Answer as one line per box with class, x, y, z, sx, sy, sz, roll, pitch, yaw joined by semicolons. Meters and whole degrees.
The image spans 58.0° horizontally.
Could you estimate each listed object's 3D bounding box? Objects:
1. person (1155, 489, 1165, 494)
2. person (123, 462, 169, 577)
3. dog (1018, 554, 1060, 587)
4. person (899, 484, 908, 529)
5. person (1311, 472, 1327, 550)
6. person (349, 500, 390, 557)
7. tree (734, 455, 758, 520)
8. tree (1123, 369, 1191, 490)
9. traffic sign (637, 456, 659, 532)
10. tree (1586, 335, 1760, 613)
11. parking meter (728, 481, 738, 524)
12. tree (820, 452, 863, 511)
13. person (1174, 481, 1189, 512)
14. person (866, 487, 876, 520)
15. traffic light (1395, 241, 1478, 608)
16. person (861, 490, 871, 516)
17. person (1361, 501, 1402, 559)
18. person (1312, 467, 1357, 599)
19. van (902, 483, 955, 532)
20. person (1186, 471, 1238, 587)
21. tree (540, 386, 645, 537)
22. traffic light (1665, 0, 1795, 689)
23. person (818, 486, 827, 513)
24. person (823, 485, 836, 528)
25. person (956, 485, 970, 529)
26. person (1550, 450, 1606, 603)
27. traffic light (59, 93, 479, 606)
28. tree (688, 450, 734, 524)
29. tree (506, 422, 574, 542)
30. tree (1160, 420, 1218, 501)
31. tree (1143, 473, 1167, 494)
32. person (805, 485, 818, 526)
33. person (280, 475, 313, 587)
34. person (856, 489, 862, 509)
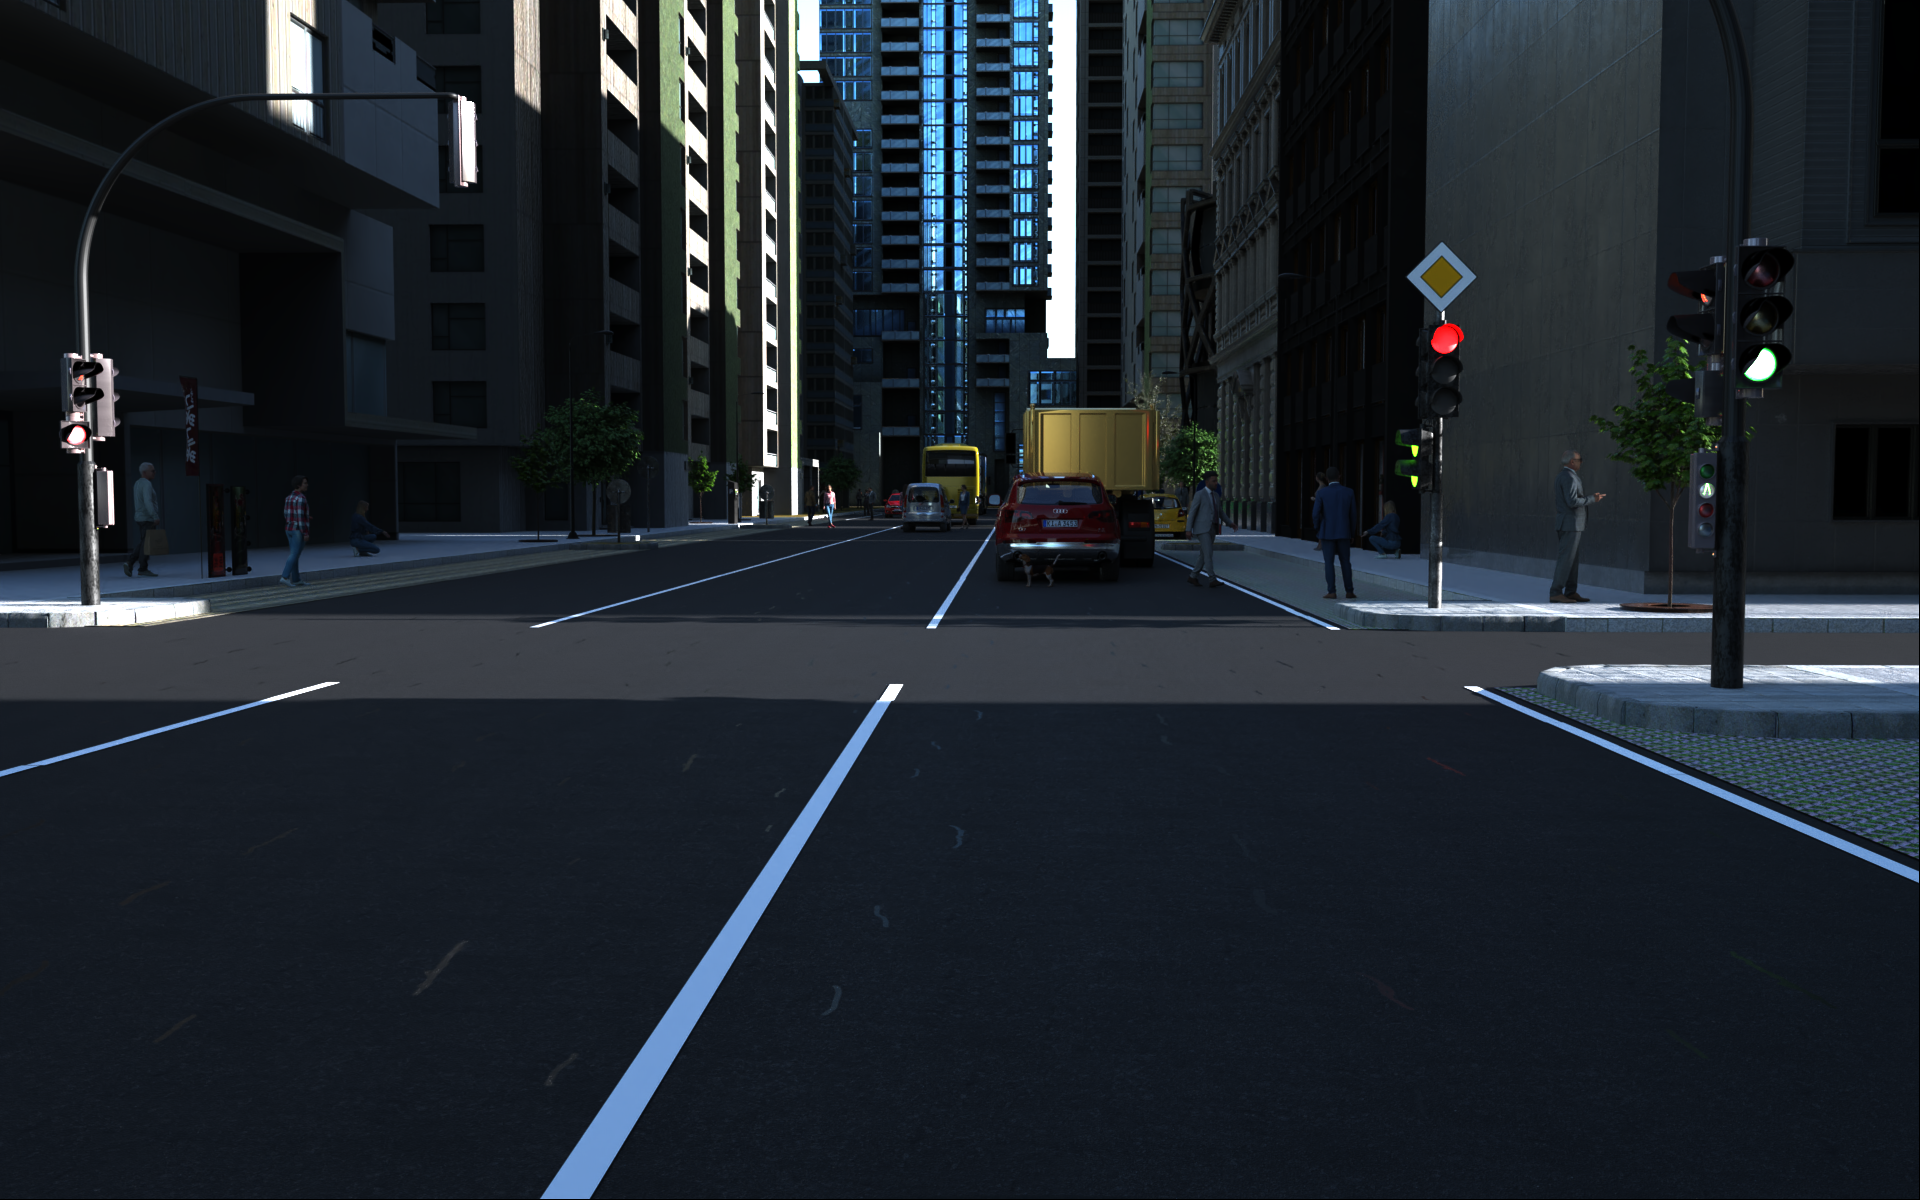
person;10.184;-5.019;88.291;0.721;1.800;0.419;-2;4;-32
person;-12.535;-1.230;26.638;0.515;1.767;0.782;-3;5;-42
dog;1.223;-0.456;26.748;0.540;0.507;0.406;-3;5;-42
person;-2.184;-3.772;70.174;0.555;1.821;0.388;-1;4;-13
person;8.178;-2.020;39.415;0.374;1.781;0.599;1;4;21
person;-12.218;-1.475;35.664;0.738;1.151;1.012;-2;4;-29
tree;-10.593;-5.501;84.549;1.663;3.219;1.824;0;3;0
tree;11.359;-9.244;101.499;4.360;8.622;3.978;0;3;0
traffic sign;-10.483;-3.554;58.217;0.768;2.556;0.104;0;4;5
tree;7.841;-1.488;18.929;1.663;3.219;1.824;0;3;0
parking meter;-9.796;-4.222;74.735;0.399;1.863;0.255;2;4;26
tree;-9.147;-9.185;133.885;4.285;4.588;4.351;0;3;0
person;9.010;-3.954;70.794;0.694;1.812;0.767;0;4;8
person;-4.855;-5.256;94.610;0.473;1.802;0.592;-1;4;-23
traffic light;5.330;-1.864;19.395;0.839;4.253;0.868;0;4;2
person;-6.100;-6.301;112.330;0.445;1.727;0.742;3;4;36
person;8.374;-1.399;34.421;1.012;1.151;0.738;-3;5;-41
person;5.132;-0.912;23.592;0.721;1.800;0.419;-1;4;-9
van;-1.248;-3.650;66.697;2.013;2.044;4.112;0;4;3
person;3.813;-1.097;26.708;0.678;1.792;0.850;-3;5;-42
tree;-11.225;-4.217;52.660;4.285;4.588;4.351;0;3;0
traffic light;2.975;-2.243;11.341;4.771;5.953;1.251;0;4;2
person;-8.980;-6.697;115.545;1.348;1.823;0.705;-3;5;-42
person;-5.522;-3.950;73.089;0.555;1.821;0.388;-2;4;-28
person;0.209;-3.857;71.581;0.654;1.822;0.581;-3;5;-41
person;7.265;-0.868;20.411;0.590;1.801;0.661;1;4;9
traffic light;-7.930;-2.763;19.847;4.771;5.953;1.251;0;4;2
tree;-11.261;-4.966;75.789;1.663;3.219;1.824;0;3;0
tree;-11.186;-3.170;46.424;1.663;3.219;1.824;0;3;0
tree;10.238;-5.603;75.325;4.285;4.588;4.351;0;3;0
tree;9.674;-5.637;86.765;1.663;3.219;1.824;0;3;0
person;-6.711;-4.260;78.066;0.656;1.842;0.836;0;4;6
person;-10.306;-1.070;26.838;0.643;1.720;0.563;-3;5;-42
person;-8.792;-8.836;151.047;0.617;1.759;0.750;-1;4;-8
